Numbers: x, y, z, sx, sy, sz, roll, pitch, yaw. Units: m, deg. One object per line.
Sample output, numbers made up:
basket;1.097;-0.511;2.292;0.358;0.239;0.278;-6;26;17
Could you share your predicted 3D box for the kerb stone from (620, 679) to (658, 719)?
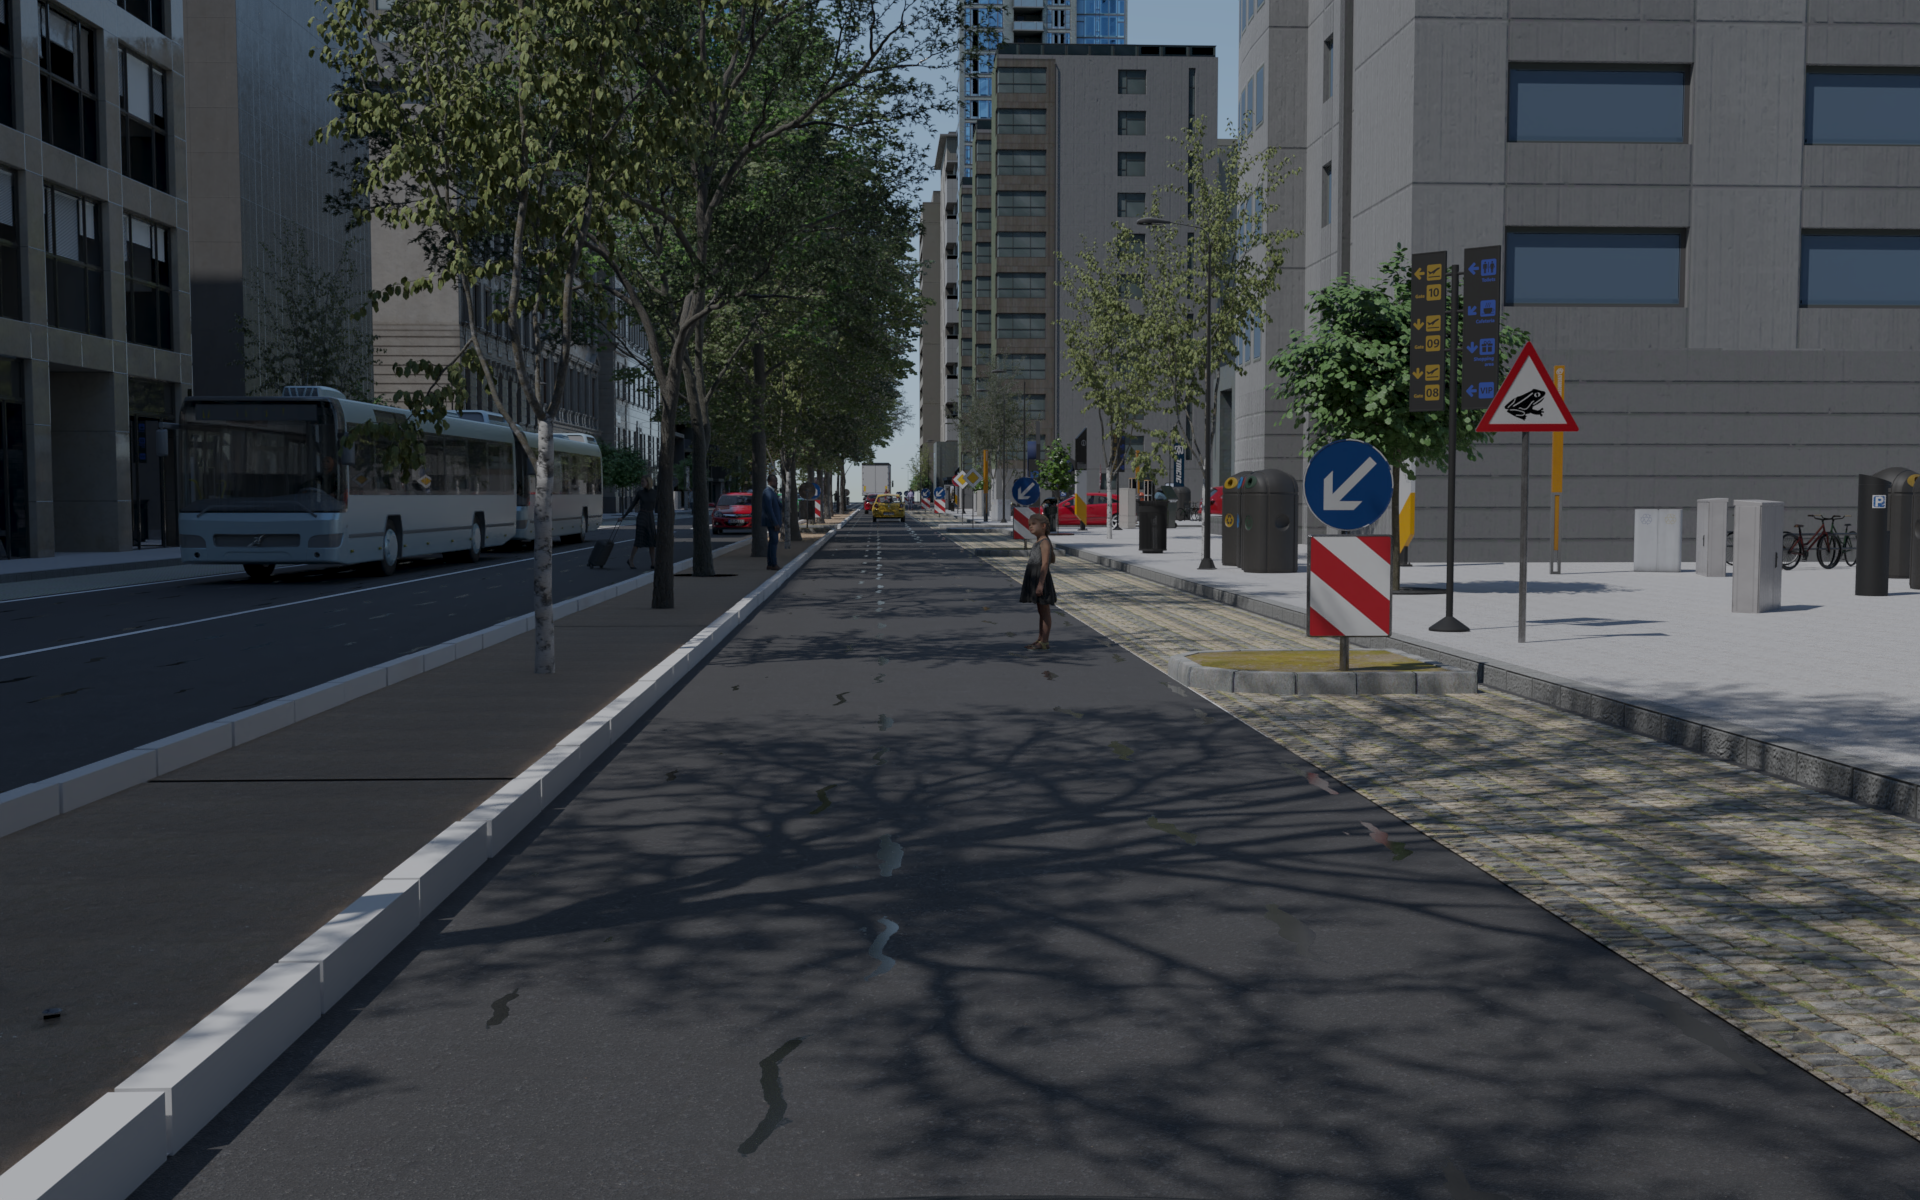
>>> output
kerb stone;-2.128;0.665;11.409;0.120;0.150;1.000;0;4;-3

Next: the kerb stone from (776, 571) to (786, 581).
kerb stone;-2.914;-0.335;27.797;0.120;0.150;1.000;0;4;-3

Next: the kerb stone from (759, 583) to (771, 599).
kerb stone;-2.710;-0.091;23.691;0.120;0.150;1.000;0;4;-3

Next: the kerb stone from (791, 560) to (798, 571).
kerb stone;-3.113;-0.593;31.896;0.120;0.150;1.000;0;4;-3

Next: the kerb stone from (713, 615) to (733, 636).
kerb stone;-2.426;0.285;17.541;0.120;0.150;1.000;0;4;-3

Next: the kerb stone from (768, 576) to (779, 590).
kerb stone;-2.814;-0.217;25.748;0.120;0.150;1.000;0;4;-3

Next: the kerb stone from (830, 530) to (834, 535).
kerb stone;-4.339;-2.159;57.508;0.120;0.150;1.000;0;4;-3

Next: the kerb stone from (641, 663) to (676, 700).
kerb stone;-2.179;0.597;12.430;0.120;0.150;1.000;0;4;-3

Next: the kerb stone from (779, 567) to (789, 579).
kerb stone;-2.969;-0.406;28.832;0.120;0.150;1.000;0;4;-3

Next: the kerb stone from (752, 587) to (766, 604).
kerb stone;-2.668;-0.029;22.667;0.120;0.150;1.000;0;4;-3

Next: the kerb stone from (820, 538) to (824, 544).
kerb stone;-3.855;-1.531;47.267;0.120;0.150;1.000;0;4;-3

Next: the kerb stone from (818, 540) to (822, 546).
kerb stone;-3.744;-1.408;45.221;0.120;0.150;1.000;0;4;-3

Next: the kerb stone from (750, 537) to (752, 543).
kerb stone;-6.044;-1.652;49.204;0.120;0.150;1.000;0;4;-3

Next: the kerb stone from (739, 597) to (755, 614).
kerb stone;-2.572;0.096;20.621;0.120;0.150;1.000;0;4;-3

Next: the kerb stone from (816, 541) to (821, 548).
kerb stone;-3.698;-1.344;44.197;0.120;0.150;1.000;0;4;-3

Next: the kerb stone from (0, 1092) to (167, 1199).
kerb stone;-1.742;1.161;3.220;0.120;0.150;1.000;0;4;-3

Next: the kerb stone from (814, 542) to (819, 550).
kerb stone;-3.650;-1.283;43.167;0.120;0.150;1.000;0;4;-3

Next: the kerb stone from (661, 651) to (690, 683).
kerb stone;-2.228;0.535;13.451;0.120;0.150;1.000;0;4;-3

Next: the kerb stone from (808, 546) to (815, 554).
kerb stone;-3.500;-1.094;40.090;0.120;0.150;1.000;0;4;-3

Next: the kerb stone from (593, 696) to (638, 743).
kerb stone;-2.077;0.725;10.388;0.120;0.150;1.000;0;4;-3

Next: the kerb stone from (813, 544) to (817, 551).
kerb stone;-3.608;-1.217;42.138;0.120;0.150;1.000;0;4;-3

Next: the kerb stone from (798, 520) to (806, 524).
kerb stone;-7.783;-3.878;85.604;0.120;0.150;1.000;0;4;-3

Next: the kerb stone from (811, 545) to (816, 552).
kerb stone;-3.550;-1.157;41.117;0.120;0.150;1.000;0;4;-3

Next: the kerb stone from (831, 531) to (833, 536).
kerb stone;-4.292;-2.097;56.487;0.120;0.150;1.000;0;4;-3

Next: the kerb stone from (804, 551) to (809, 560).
kerb stone;-3.360;-0.907;37.020;0.120;0.150;1.000;0;4;-3

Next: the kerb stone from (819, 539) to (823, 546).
kerb stone;-3.800;-1.471;46.246;0.120;0.150;1.000;0;4;-3

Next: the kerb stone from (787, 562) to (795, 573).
kerb stone;-3.066;-0.531;30.874;0.120;0.150;1.000;0;4;-3

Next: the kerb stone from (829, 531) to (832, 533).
kerb stone;-4.240;-2.034;55.459;0.120;0.150;1.000;0;4;-3

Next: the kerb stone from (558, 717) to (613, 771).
kerb stone;-2.031;0.786;9.367;0.120;0.150;1.000;0;4;-3

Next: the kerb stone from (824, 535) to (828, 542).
kerb stone;-3.998;-1.721;50.330;0.120;0.150;1.000;0;4;-3

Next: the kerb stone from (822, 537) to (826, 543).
kerb stone;-3.890;-1.590;48.289;0.120;0.150;1.000;0;4;-3

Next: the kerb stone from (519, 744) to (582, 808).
kerb stone;-1.978;0.853;8.343;0.120;0.150;1.000;0;4;-3

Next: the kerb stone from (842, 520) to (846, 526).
kerb stone;-5.299;-3.372;77.472;0.120;0.150;1.000;0;4;-3

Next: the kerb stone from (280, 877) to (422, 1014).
kerb stone;-1.836;1.036;5.263;0.120;0.150;1.000;0;4;-3

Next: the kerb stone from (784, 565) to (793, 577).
kerb stone;-3.008;-0.464;29.854;0.120;0.150;1.000;0;4;-3

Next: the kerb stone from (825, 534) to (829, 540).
kerb stone;-4.040;-1.784;51.360;0.120;0.150;1.000;0;4;-3

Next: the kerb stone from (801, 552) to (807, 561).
kerb stone;-3.307;-0.844;35.991;0.120;0.150;1.000;0;4;-3

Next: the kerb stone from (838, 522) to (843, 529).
kerb stone;-5.045;-3.067;72.354;0.120;0.150;1.000;0;4;-3

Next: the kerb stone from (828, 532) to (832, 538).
kerb stone;-4.190;-1.972;54.438;0.120;0.150;1.000;0;4;-3

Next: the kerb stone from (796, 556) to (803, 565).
kerb stone;-3.206;-0.718;33.940;0.120;0.150;1.000;0;4;-3

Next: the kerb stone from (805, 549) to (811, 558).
kerb stone;-3.401;-0.965;38.042;0.120;0.150;1.000;0;4;-3

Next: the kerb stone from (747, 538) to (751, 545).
kerb stone;-5.989;-1.585;48.184;0.120;0.150;1.000;0;4;-3

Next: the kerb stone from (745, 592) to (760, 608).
kerb stone;-2.623;0.034;21.644;0.120;0.150;1.000;0;4;-3

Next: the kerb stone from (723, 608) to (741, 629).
kerb stone;-2.476;0.225;18.572;0.120;0.150;1.000;0;4;-3

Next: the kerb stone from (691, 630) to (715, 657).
kerb stone;-2.324;0.410;15.493;0.120;0.150;1.000;0;4;-3

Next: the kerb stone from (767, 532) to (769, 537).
kerb stone;-6.578;-2.341;60.478;0.120;0.150;1.000;0;4;-3

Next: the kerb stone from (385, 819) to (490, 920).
kerb stone;-1.890;0.973;6.289;0.120;0.150;1.000;0;4;-3

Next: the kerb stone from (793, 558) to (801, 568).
kerb stone;-3.162;-0.651;32.917;0.120;0.150;1.000;0;4;-3

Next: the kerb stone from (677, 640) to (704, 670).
kerb stone;-2.275;0.472;14.472;0.120;0.150;1.000;0;4;-3

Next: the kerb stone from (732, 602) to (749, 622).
kerb stone;-2.516;0.159;19.600;0.120;0.150;1.000;0;4;-3

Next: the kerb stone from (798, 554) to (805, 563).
kerb stone;-3.256;-0.779;34.966;0.120;0.150;1.000;0;4;-3

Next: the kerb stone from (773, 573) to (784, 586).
kerb stone;-2.855;-0.280;26.773;0.120;0.150;1.000;0;4;-3

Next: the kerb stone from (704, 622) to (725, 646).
kerb stone;-2.374;0.347;16.517;0.120;0.150;1.000;0;4;-3

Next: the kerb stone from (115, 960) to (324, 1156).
kerb stone;-1.788;1.098;4.242;0.120;0.150;1.000;0;4;-3

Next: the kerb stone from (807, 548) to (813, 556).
kerb stone;-3.452;-1.028;39.063;0.120;0.150;1.000;0;4;-3

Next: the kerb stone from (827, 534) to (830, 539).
kerb stone;-4.093;-1.844;52.381;0.120;0.150;1.000;0;4;-3

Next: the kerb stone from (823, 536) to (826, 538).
kerb stone;-3.950;-1.655;49.309;0.120;0.150;1.000;0;4;-3

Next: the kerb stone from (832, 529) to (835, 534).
kerb stone;-4.382;-2.222;58.529;0.120;0.150;1.000;0;4;-3

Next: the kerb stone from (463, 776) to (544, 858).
kerb stone;-1.926;0.910;7.311;0.120;0.150;1.000;0;4;-3

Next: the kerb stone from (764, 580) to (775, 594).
kerb stone;-2.761;-0.154;24.719;0.120;0.150;1.000;0;4;-3
